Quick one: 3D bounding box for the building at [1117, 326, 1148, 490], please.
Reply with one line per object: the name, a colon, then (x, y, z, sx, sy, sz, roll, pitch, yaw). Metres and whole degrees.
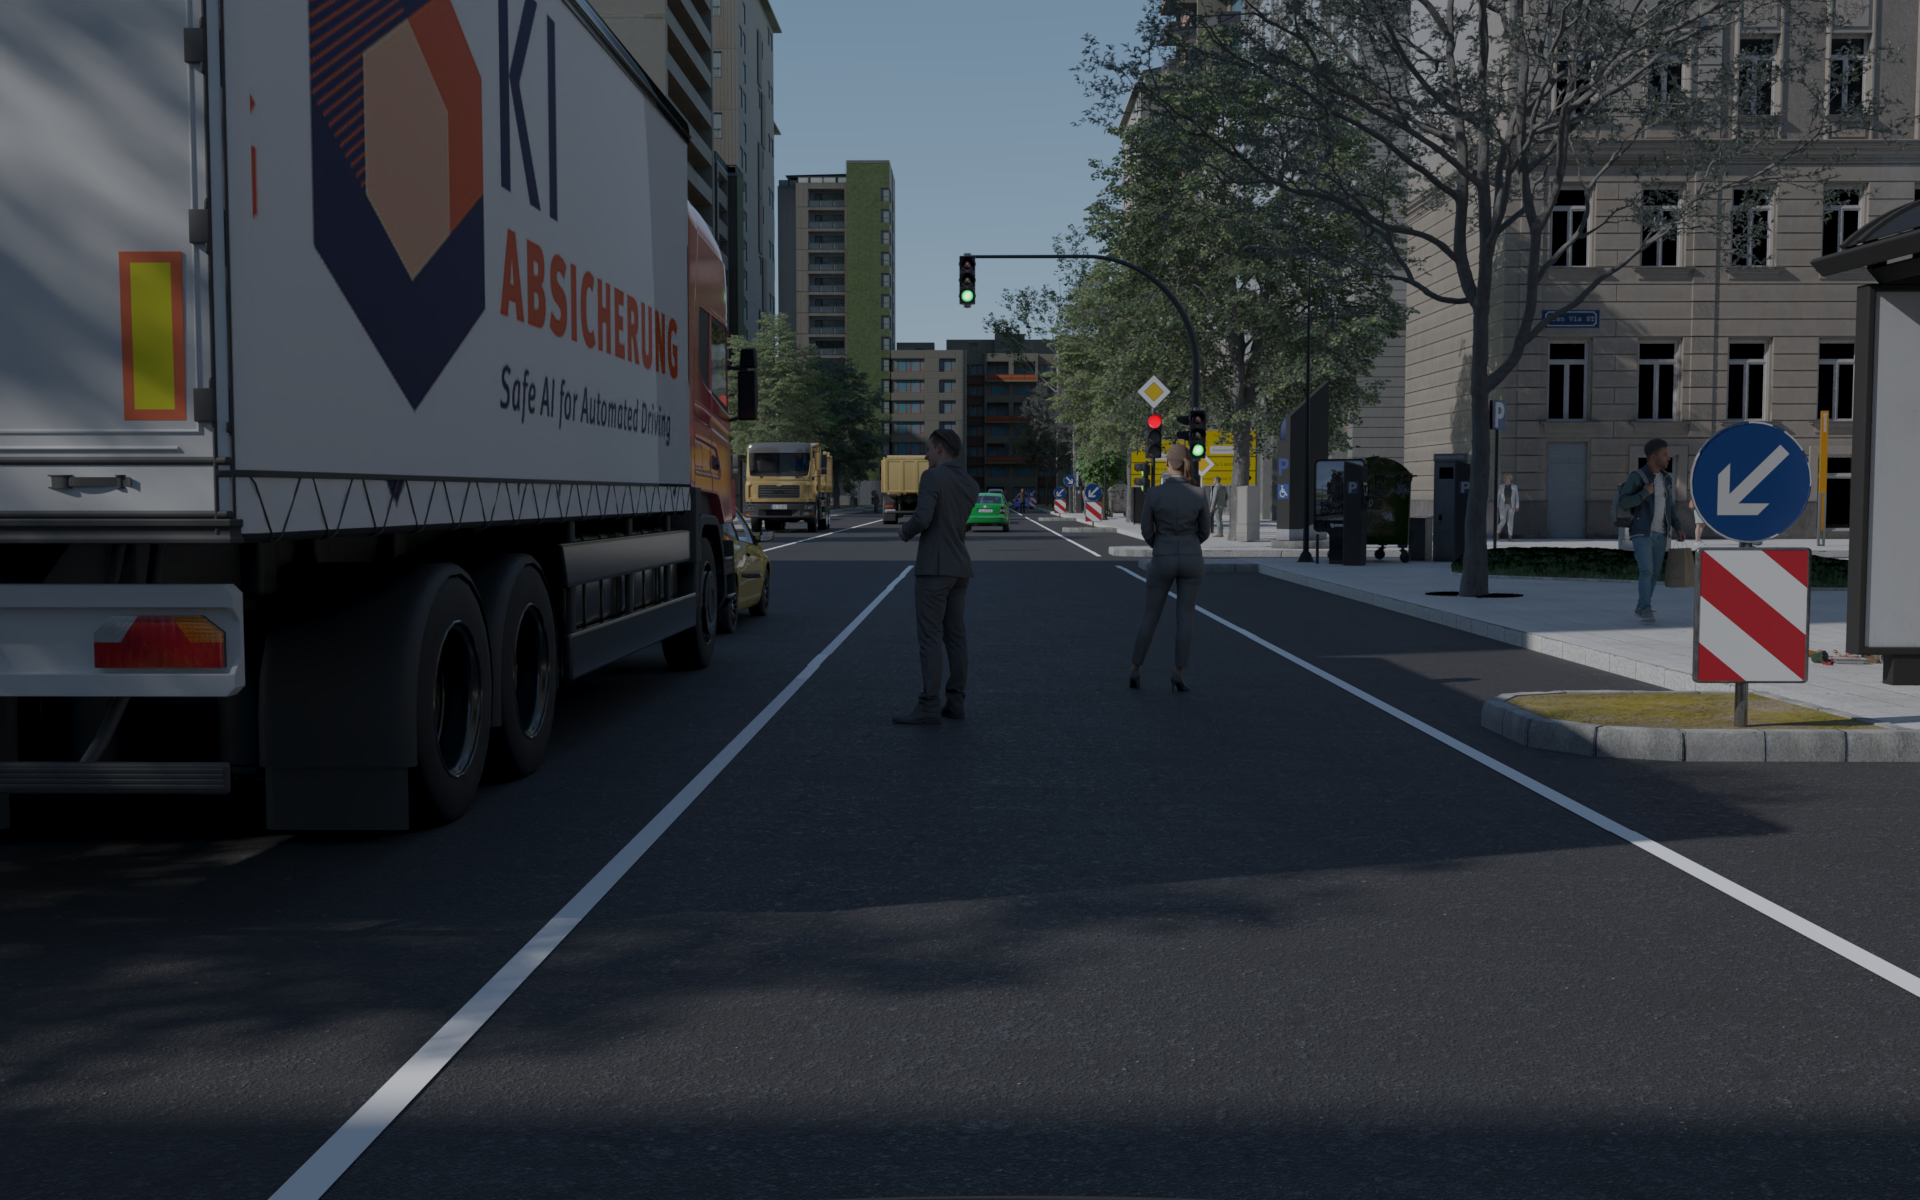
building: (30.362, -19.859, 169.734, 27.650, 21.520, 28.899, 0, 4, 1)

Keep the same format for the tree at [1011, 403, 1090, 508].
tree: (8.817, -14.091, 164.795, 8.767, 10.594, 7.601, 1, 4, 11)

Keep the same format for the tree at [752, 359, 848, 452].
tree: (-12.181, -12.428, 128.955, 9.928, 11.665, 9.643, 0, 3, 0)

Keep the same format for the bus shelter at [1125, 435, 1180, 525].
bus shelter: (7.728, -4.781, 69.446, 1.731, 3.624, 6.357, 0, 4, 1)

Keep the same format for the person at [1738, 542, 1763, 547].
person: (18.875, -1.817, 41.254, 0.738, 1.151, 1.012, 1, 4, 20)

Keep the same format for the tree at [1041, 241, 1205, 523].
tree: (7.281, -9.774, 77.937, 7.486, 12.596, 7.792, 0, 3, 0)

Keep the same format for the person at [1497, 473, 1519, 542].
person: (14.693, -2.486, 46.570, 0.514, 1.842, 0.818, 0, 4, -7)

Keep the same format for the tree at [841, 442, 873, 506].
tree: (-11.459, -14.863, 193.378, 4.737, 8.622, 4.395, 0, 3, 0)

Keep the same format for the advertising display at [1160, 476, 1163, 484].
advertising display: (7.556, -3.504, 62.500, 0.123, 1.923, 0.974, -2, 4, -31)

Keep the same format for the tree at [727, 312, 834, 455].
tree: (-11.758, -11.607, 107.897, 7.486, 12.596, 7.792, 0, 3, 0)

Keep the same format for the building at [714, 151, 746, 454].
building: (-25.947, -22.871, 145.646, 14.160, 30.474, 14.107, 0, 4, 1)

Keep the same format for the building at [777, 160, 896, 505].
building: (-15.178, -32.494, 214.864, 14.086, 41.232, 14.154, 0, 4, 1)

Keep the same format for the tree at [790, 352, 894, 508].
tree: (-11.011, -15.216, 155.439, 9.857, 13.997, 8.962, 0, 3, 0)

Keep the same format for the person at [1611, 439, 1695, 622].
person: (6.881, -0.679, 17.127, 0.794, 1.824, 0.713, 0, 4, -5)

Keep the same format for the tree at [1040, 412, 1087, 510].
tree: (8.586, -11.391, 136.602, 4.360, 8.622, 3.978, 0, 3, 0)

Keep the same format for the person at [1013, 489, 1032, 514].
person: (4.507, -7.107, 124.831, 1.348, 1.807, 0.705, 0, 4, -5)

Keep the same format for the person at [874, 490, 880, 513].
person: (-6.341, -7.532, 132.196, 0.434, 1.755, 0.990, -2, 4, -24)

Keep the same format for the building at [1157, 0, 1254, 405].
building: (27.709, -29.700, 140.227, 22.147, 44.769, 28.867, 0, 4, 1)

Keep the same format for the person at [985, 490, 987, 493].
person: (2.625, -10.343, 177.475, 0.709, 1.838, 0.599, 3, 5, 43)

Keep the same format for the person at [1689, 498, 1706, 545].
person: (18.532, -2.222, 43.380, 0.522, 1.701, 0.512, 0, 4, -1)

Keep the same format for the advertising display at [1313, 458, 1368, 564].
advertising display: (6.936, -1.615, 31.614, 0.974, 1.923, 0.123, 2, 4, 32)

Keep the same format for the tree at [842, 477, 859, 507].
tree: (-11.448, -11.214, 177.957, 1.663, 3.219, 1.824, 0, 3, 0)

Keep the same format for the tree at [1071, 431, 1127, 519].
tree: (7.269, -6.420, 88.686, 4.285, 4.588, 4.351, 0, 3, 0)

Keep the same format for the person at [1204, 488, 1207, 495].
person: (12.280, -4.859, 87.306, 0.589, 1.601, 0.330, -1, 4, -21)

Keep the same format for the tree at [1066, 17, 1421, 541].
tree: (7.834, -8.607, 47.387, 9.857, 13.997, 8.962, 0, 3, 0)

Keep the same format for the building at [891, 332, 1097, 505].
building: (6.392, -23.026, 221.519, 28.899, 21.520, 27.650, 0, 4, 1)

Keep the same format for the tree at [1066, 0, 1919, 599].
tree: (6.597, -6.785, 21.312, 12.009, 13.543, 11.850, 0, 3, 0)

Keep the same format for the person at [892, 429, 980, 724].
person: (-0.184, -0.165, 10.998, 0.447, 1.846, 0.655, 2, 4, 33)

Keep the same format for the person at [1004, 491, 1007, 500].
person: (4.110, -9.204, 159.538, 0.434, 1.755, 0.990, 2, 4, 26)

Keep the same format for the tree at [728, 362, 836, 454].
tree: (-12.594, -11.170, 117.038, 8.767, 10.594, 7.601, -1, 4, -13)

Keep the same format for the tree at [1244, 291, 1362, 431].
tree: (12.093, -6.827, 61.981, 4.737, 8.622, 4.395, 0, 3, 0)

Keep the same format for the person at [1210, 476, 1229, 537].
person: (7.714, -2.780, 51.588, 0.391, 1.810, 0.635, 2, 4, 35)

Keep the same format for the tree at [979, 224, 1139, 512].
tree: (7.418, -16.420, 124.359, 12.611, 20.169, 13.585, 0, 3, 0)

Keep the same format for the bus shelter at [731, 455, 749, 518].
bus shelter: (-12.490, -7.114, 93.944, 2.179, 5.291, 8.768, 0, 4, 1)

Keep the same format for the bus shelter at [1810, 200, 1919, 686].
bus shelter: (6.746, -0.925, 9.054, 2.014, 3.302, 5.546, 0, 4, 1)

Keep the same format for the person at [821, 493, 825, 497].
person: (-15.102, -11.078, 190.348, 0.628, 1.438, 0.799, -2, 4, -35)

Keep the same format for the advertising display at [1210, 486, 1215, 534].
advertising display: (8.243, -3.144, 56.623, 0.123, 1.923, 0.974, 0, 4, 3)

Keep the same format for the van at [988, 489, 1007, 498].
van: (3.048, -8.644, 148.343, 2.013, 2.044, 4.112, 0, 4, 1)

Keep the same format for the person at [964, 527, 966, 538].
person: (0.061, -2.897, 56.052, 0.419, 1.800, 0.721, -1, 4, -18)

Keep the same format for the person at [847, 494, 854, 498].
person: (-11.559, -10.958, 186.027, 1.217, 1.723, 0.721, 1, 4, 16)

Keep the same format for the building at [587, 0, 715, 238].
building: (-30.226, -30.773, 126.837, 21.300, 48.544, 21.600, 0, 4, 1)

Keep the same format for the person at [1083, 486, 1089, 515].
person: (7.552, -5.918, 102.816, 0.555, 1.821, 0.388, 2, 4, 32)

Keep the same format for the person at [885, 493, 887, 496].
person: (-5.511, -7.363, 128.887, 0.705, 1.824, 1.348, 0, 4, 3)

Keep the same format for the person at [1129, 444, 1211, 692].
person: (1.528, -0.236, 12.641, 0.520, 1.790, 0.573, -1, 4, -12)

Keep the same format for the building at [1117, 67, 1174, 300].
building: (34.591, -38.616, 220.604, 27.495, 52.752, 28.713, 0, 4, 1)
